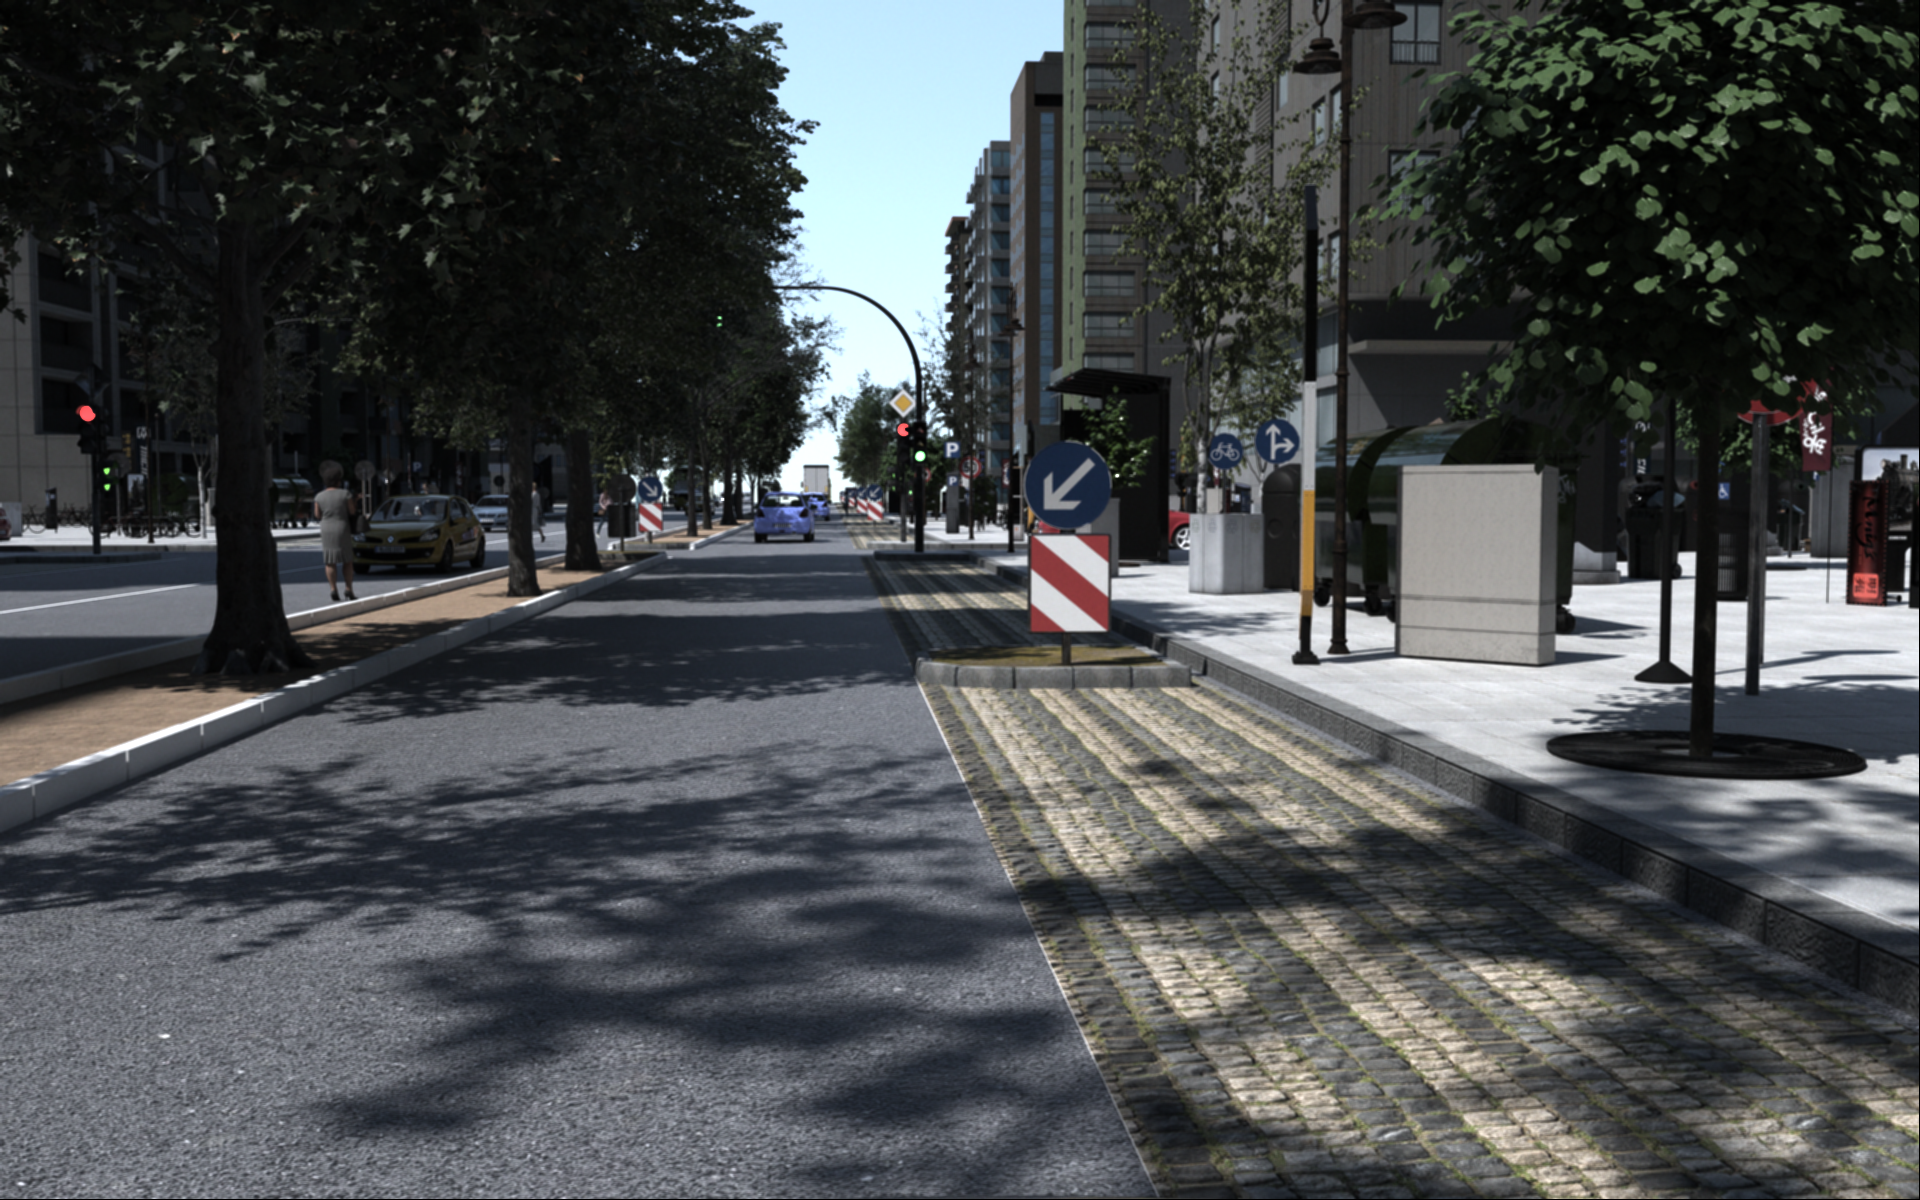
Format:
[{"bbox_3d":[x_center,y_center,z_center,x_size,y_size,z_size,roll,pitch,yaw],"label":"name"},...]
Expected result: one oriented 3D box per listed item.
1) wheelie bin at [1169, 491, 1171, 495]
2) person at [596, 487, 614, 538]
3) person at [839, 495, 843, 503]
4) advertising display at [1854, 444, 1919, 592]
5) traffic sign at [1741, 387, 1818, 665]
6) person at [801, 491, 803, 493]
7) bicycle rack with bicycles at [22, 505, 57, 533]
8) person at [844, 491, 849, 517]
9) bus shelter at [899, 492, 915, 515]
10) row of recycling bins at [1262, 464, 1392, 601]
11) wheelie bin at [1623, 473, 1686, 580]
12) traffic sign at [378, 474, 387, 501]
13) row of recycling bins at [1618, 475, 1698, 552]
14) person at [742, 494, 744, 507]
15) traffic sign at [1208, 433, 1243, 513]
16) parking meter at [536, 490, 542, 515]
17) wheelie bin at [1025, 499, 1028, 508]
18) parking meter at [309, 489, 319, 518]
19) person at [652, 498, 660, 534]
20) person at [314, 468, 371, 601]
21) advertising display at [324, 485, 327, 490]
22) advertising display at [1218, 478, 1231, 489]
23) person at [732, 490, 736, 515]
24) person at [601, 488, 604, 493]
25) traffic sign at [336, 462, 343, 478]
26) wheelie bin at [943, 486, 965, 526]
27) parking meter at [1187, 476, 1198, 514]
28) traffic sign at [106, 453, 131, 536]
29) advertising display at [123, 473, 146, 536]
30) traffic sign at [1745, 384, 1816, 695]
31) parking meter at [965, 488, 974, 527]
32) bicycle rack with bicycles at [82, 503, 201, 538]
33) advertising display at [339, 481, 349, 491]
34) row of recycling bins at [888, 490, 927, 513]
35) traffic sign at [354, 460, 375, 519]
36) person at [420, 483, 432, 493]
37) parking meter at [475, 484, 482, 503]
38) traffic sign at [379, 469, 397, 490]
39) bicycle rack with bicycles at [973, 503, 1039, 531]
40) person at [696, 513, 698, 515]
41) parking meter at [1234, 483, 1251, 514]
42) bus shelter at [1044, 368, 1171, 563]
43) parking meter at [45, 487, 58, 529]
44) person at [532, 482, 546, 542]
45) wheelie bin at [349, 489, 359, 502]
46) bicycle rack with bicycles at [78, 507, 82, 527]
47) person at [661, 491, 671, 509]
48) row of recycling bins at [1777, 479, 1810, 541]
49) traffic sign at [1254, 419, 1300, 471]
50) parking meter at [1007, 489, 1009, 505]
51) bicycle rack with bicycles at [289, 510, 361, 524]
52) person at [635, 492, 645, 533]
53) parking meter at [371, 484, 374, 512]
[{"bbox_3d":[9.894,-4.676,84.367,0.693,1.594,0.980,1,4,22],"label":"wheelie bin"},{"bbox_3d":[-11.578,-2.899,56.493,0.643,1.750,0.593,3,5,45],"label":"person"},{"bbox_3d":[-18.217,-15.952,269.274,1.348,1.831,0.705,2,4,34],"label":"person"},{"bbox_3d":[12.147,-1.063,22.597,0.974,1.923,0.123,0,4,-4],"label":"advertising display"},{"bbox_3d":[5.987,-0.784,12.924,0.768,2.556,0.104,0,4,1],"label":"traffic sign"},{"bbox_3d":[-14.751,-9.313,161.700,0.436,1.711,0.756,-3,5,-40],"label":"person"},{"bbox_3d":[-31.231,-2.651,56.728,2.852,0.926,2.925,2,4,29],"label":"bicycle rack with bicycles"},{"bbox_3d":[-7.024,-5.923,107.146,0.330,1.601,0.589,0,4,5],"label":"person"},{"bbox_3d":[-3.104,-6.985,105.492,1.731,3.624,6.357,0,4,-4],"label":"bus shelter"},{"bbox_3d":[4.983,-0.925,22.243,1.069,1.692,3.534,-1,4,-21],"label":"row of recycling bins"},{"bbox_3d":[10.504,-1.119,26.200,0.693,1.594,0.980,-2,4,-33],"label":"wheelie bin"},{"bbox_3d":[-29.133,-5.225,87.563,0.606,2.300,0.079,0,4,4],"label":"traffic sign"},{"bbox_3d":[15.774,-1.918,38.475,3.534,1.692,1.069,-3,4,-37],"label":"row of recycling bins"},{"bbox_3d":[-24.175,-11.198,191.678,0.705,1.812,1.348,1,4,11],"label":"person"},{"bbox_3d":[5.540,-2.214,36.306,0.768,2.556,0.104,0,4,-1],"label":"traffic sign"},{"bbox_3d":[-25.256,-5.835,103.808,0.372,1.533,0.369,0,3,0],"label":"parking meter"},{"bbox_3d":[2.517,-3.884,71.418,0.980,1.594,0.693,-3,5,-44],"label":"wheelie bin"},{"bbox_3d":[-32.452,-4.820,87.222,0.372,1.533,0.369,0,3,0],"label":"parking meter"},{"bbox_3d":[-10.981,-3.250,62.308,0.731,1.740,0.598,2,4,27],"label":"person"},{"bbox_3d":[-8.293,-0.886,23.342,0.716,1.782,0.532,0,4,-5],"label":"person"},{"bbox_3d":[-35.230,-5.633,97.320,0.974,1.923,0.123,0,4,-5],"label":"advertising display"},{"bbox_3d":[10.705,-3.964,70.031,0.123,1.923,0.974,2,4,34],"label":"advertising display"},{"bbox_3d":[-15.146,-6.658,117.544,0.709,1.800,0.728,-1,4,-23],"label":"person"},{"bbox_3d":[-23.024,-6.245,110.872,0.573,1.790,0.520,-2,4,-28],"label":"person"},{"bbox_3d":[-24.561,-4.147,67.909,0.768,2.556,0.104,0,4,0],"label":"traffic sign"},{"bbox_3d":[-0.116,-3.820,70.371,0.980,1.594,0.693,-2,4,-29],"label":"wheelie bin"},{"bbox_3d":[7.701,-3.158,57.339,0.255,1.863,0.399,-1,4,-22],"label":"parking meter"},{"bbox_3d":[-25.879,-3.250,53.244,0.768,2.556,0.104,0,4,-3],"label":"traffic sign"},{"bbox_3d":[-25.245,-2.923,53.003,0.123,1.923,0.974,0,4,5],"label":"advertising display"},{"bbox_3d":[5.063,-0.666,10.993,0.768,2.556,0.104,0,4,4],"label":"traffic sign"},{"bbox_3d":[0.377,-3.636,67.860,0.372,1.533,0.369,0,3,0],"label":"parking meter"},{"bbox_3d":[-23.889,-2.319,51.297,2.925,0.926,2.852,-1,4,-10],"label":"bicycle rack with bicycles"},{"bbox_3d":[-29.593,-4.784,83.436,0.123,1.923,0.974,0,4,-7],"label":"advertising display"},{"bbox_3d":[-3.529,-6.657,115.953,1.069,1.692,3.534,-3,5,-44],"label":"row of recycling bins"},{"bbox_3d":[-22.412,-3.983,65.220,0.768,2.556,0.104,0,4,-1],"label":"traffic sign"},{"bbox_3d":[-18.741,-3.199,60.828,0.581,1.822,0.654,-1,4,-15],"label":"person"},{"bbox_3d":[-26.858,-5.562,96.652,0.255,1.863,0.399,0,4,4],"label":"parking meter"},{"bbox_3d":[-25.365,-4.625,76.808,0.795,2.450,0.064,0,4,0],"label":"traffic sign"},{"bbox_3d":[1.404,-2.864,60.211,2.852,0.926,2.925,0,4,1],"label":"bicycle rack with bicycles"},{"bbox_3d":[-18.220,-6.624,118.617,0.589,1.601,0.330,1,4,15],"label":"person"},{"bbox_3d":[6.417,-1.891,39.324,0.372,1.533,0.369,0,3,0],"label":"parking meter"},{"bbox_3d":[2.932,-2.696,35.365,1.731,3.624,6.357,0,4,-4],"label":"bus shelter"},{"bbox_3d":[-33.127,-3.347,63.142,0.372,1.533,0.369,0,3,0],"label":"parking meter"},{"bbox_3d":[-12.603,-2.594,51.262,0.624,1.780,0.694,2,4,28],"label":"person"},{"bbox_3d":[-41.574,-6.772,118.632,0.693,1.594,0.980,2,4,23],"label":"wheelie bin"},{"bbox_3d":[-34.471,-3.326,67.764,2.925,0.926,2.852,-2,4,-32],"label":"bicycle rack with bicycles"},{"bbox_3d":[-28.309,-9.588,165.979,1.217,1.735,0.721,-2,4,-24],"label":"person"},{"bbox_3d":[21.660,-2.512,48.176,3.534,1.692,1.069,1,4,16],"label":"row of recycling bins"},{"bbox_3d":[5.371,-1.794,29.431,0.768,2.556,0.104,0,4,5],"label":"traffic sign"},{"bbox_3d":[3.054,-6.018,104.097,0.399,1.863,0.255,1,4,8],"label":"parking meter"},{"bbox_3d":[-26.600,-3.652,73.084,2.925,0.926,2.852,3,5,44],"label":"bicycle rack with bicycles"},{"bbox_3d":[-11.840,-3.383,63.676,0.748,1.841,0.638,0,4,-3],"label":"person"},{"bbox_3d":[-34.142,-5.783,100.268,0.399,1.863,0.255,3,5,43],"label":"parking meter"}]
